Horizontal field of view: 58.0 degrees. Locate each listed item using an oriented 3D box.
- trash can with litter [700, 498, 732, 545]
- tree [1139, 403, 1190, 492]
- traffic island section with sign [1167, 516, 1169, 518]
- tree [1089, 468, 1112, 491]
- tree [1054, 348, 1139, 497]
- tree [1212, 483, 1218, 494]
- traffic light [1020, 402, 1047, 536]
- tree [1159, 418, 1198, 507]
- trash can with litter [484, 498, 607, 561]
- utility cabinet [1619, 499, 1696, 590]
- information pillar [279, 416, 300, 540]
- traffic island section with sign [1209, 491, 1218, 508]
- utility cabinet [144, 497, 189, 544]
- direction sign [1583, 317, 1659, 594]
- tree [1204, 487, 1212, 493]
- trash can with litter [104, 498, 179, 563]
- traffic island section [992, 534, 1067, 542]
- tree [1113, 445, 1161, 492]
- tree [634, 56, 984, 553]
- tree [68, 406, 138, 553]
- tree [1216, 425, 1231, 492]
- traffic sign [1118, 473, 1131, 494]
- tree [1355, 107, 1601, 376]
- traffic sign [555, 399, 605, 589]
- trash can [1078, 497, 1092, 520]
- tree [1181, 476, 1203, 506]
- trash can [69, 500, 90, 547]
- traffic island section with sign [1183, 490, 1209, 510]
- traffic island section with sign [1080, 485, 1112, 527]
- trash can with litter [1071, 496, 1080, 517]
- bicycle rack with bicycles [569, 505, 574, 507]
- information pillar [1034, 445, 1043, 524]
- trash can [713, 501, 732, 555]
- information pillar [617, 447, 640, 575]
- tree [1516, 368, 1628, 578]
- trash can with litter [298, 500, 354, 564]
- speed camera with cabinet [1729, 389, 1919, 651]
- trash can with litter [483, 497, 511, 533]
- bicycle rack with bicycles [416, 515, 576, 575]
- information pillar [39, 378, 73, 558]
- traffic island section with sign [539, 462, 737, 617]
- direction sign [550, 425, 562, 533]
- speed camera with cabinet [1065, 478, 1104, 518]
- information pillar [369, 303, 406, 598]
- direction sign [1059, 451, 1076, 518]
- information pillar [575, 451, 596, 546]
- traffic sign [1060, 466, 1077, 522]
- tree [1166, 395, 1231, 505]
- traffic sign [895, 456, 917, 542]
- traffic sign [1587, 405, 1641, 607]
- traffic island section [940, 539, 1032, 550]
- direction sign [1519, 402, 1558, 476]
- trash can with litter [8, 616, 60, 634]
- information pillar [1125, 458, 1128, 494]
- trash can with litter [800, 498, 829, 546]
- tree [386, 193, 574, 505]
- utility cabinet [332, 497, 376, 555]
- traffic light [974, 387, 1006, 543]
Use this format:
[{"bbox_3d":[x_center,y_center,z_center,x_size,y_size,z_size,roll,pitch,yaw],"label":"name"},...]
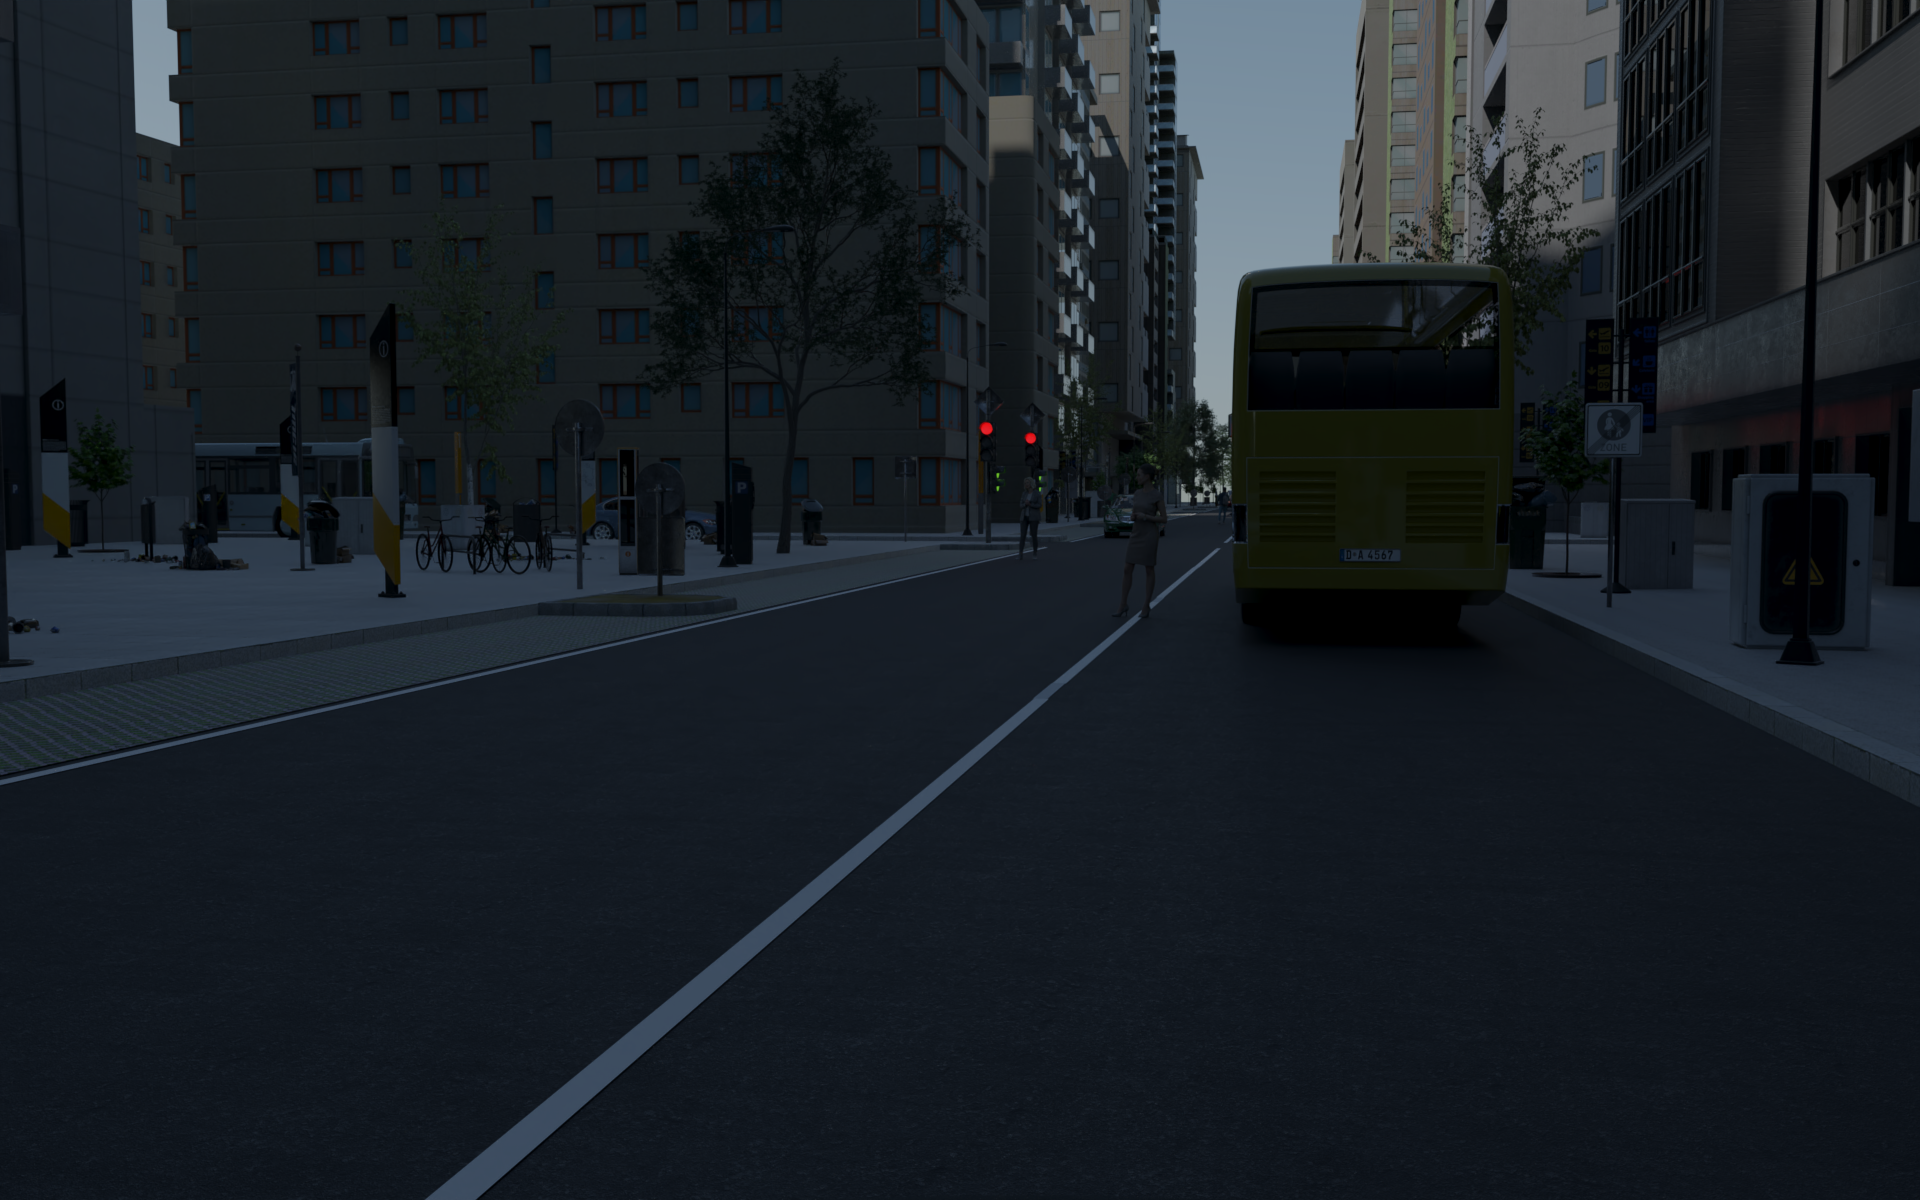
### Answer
[{"bbox_3d":[-6.095,-1.979,43.745,1.055,1.170,0.624,2,4,28],"label":"trash can with litter"},{"bbox_3d":[16.288,-11.583,139.739,4.737,8.622,4.395,0,3,0],"label":"tree"},{"bbox_3d":[11.274,-5.704,101.893,1.989,1.847,2.006,1,4,11],"label":"traffic island section with sign"},{"bbox_3d":[10.187,-8.044,126.120,1.663,3.219,1.824,0,3,0],"label":"tree"},{"bbox_3d":[6.212,-8.420,88.023,4.737,8.622,4.395,0,3,0],"label":"tree"},{"bbox_3d":[38.798,-16.512,264.564,1.663,3.219,1.824,0,3,0],"label":"tree"},{"bbox_3d":[2.223,-3.923,53.061,0.839,4.253,0.868,1,4,11],"label":"traffic light"},{"bbox_3d":[21.256,-13.265,167.248,4.360,8.622,3.978,0,3,0],"label":"tree"},{"bbox_3d":[-8.042,-1.386,33.718,2.233,1.210,1.678,0,4,-6],"label":"trash can with litter"},{"bbox_3d":[9.400,-0.750,23.428,1.020,1.237,0.306,-1,4,-11],"label":"utility cabinet"},{"bbox_3d":[-18.622,-3.474,48.154,0.504,3.616,0.183,0,4,-3],"label":"information pillar"},{"bbox_3d":[25.432,-10.348,177.814,1.989,1.847,2.006,1,4,11],"label":"traffic island section with sign"},{"bbox_3d":[-20.228,-2.020,44.185,1.020,1.237,0.306,0,4,-3],"label":"utility cabinet"},{"bbox_3d":[8.514,-1.858,22.376,0.876,3.537,0.379,2,4,23],"label":"direction sign"},{"bbox_3d":[31.627,-14.266,227.847,1.663,3.219,1.824,0,3,0],"label":"tree"},{"bbox_3d":[-15.405,-1.329,32.783,1.678,1.210,2.233,-2,4,-35],"label":"trash can with litter"},{"bbox_3d":[2.185,-1.891,53.203,2.009,0.180,2.903,1,4,11],"label":"traffic island section"},{"bbox_3d":[11.875,-8.103,116.195,4.285,4.588,4.351,0,3,0],"label":"tree"},{"bbox_3d":[-3.516,-6.273,36.970,7.601,10.594,8.767,2,4,24],"label":"tree"},{"bbox_3d":[-19.030,-2.659,38.081,1.663,3.219,1.824,0,3,0],"label":"tree"},{"bbox_3d":[42.926,-22.392,284.227,7.486,12.596,7.792,0,3,0],"label":"tree"},{"bbox_3d":[10.058,-6.481,106.070,0.768,2.556,0.104,1,4,19],"label":"traffic sign"},{"bbox_3d":[10.030,-5.059,33.085,4.737,8.622,4.395,0,3,0],"label":"tree"},{"bbox_3d":[-5.127,-1.417,23.281,0.768,2.556,0.104,1,4,20],"label":"traffic sign"},{"bbox_3d":[6.212,-4.570,86.369,0.748,1.137,0.748,0,3,0],"label":"trash can"},{"bbox_3d":[28.357,-13.277,211.687,1.663,3.219,1.824,0,3,0],"label":"tree"},{"bbox_3d":[-21.627,-1.873,42.279,0.748,1.137,0.748,0,3,0],"label":"trash can"},{"bbox_3d":[20.486,-8.727,151.315,1.989,1.847,2.006,1,4,11],"label":"traffic island section with sign"},{"bbox_3d":[6.301,-4.075,75.248,1.989,1.847,2.006,1,4,11],"label":"traffic island section with sign"},{"bbox_3d":[6.443,-5.100,94.773,0.624,1.170,1.055,1,4,10],"label":"trash can with litter"},{"bbox_3d":[-11.604,-2.665,56.955,2.852,0.926,2.925,0,4,-3],"label":"bicycle rack with bicycles"},{"bbox_3d":[3.369,-5.115,74.991,0.504,3.616,0.183,-2,4,-31],"label":"information pillar"},{"bbox_3d":[-4.882,-1.544,36.898,0.748,1.137,0.748,0,3,0],"label":"trash can"},{"bbox_3d":[-5.243,-1.403,27.436,0.304,2.012,0.304,0,4,-2],"label":"information pillar"},{"bbox_3d":[9.532,-1.963,26.704,1.663,3.219,1.824,0,3,0],"label":"tree"},{"bbox_3d":[-11.677,-1.259,31.974,0.624,1.170,1.055,1,4,9],"label":"trash can with litter"},{"bbox_3d":[7.522,-1.219,14.269,2.038,3.252,0.660,1,4,13],"label":"speed camera with cabinet"},{"bbox_3d":[-15.231,-2.794,57.077,1.055,1.170,0.624,2,4,32],"label":"trash can with litter"},{"bbox_3d":[-7.506,-0.932,28.625,2.852,0.926,2.925,-2,4,-31],"label":"bicycle rack with bicycles"},{"bbox_3d":[-18.161,-2.656,34.781,0.504,3.616,0.183,-2,4,-35],"label":"information pillar"},{"bbox_3d":[-3.811,-0.761,21.071,1.989,1.847,2.006,1,4,11],"label":"traffic island section with sign"},{"bbox_3d":[-13.319,-3.978,57.035,0.379,3.537,0.876,0,4,-4],"label":"direction sign"},{"bbox_3d":[6.647,-5.996,92.368,2.038,3.252,0.660,0,4,7],"label":"speed camera with cabinet"},{"bbox_3d":[-7.118,-1.841,21.460,0.504,3.616,0.183,3,5,41],"label":"information pillar"},{"bbox_3d":[5.693,-6.099,91.710,0.876,3.537,0.379,0,4,-4],"label":"direction sign"},{"bbox_3d":[-9.343,-3.168,43.151,0.504,3.616,0.183,0,4,0],"label":"information pillar"},{"bbox_3d":[4.946,-4.830,79.083,0.768,2.556,0.104,1,4,18],"label":"traffic sign"},{"bbox_3d":[27.154,-17.396,201.424,9.611,12.733,9.660,0,3,0],"label":"tree"},{"bbox_3d":[-1.462,-2.716,46.530,0.606,2.300,0.079,1,4,15],"label":"traffic sign"},{"bbox_3d":[7.347,-1.064,19.532,0.606,2.300,0.079,1,4,11],"label":"traffic sign"},{"bbox_3d":[0.721,-1.411,45.353,2.009,0.180,2.903,1,4,11],"label":"traffic island section"},{"bbox_3d":[14.287,-3.109,42.836,0.876,3.537,0.379,2,4,26],"label":"direction sign"},{"bbox_3d":[-9.139,-0.288,15.763,1.678,1.210,2.233,0,4,-6],"label":"trash can with litter"},{"bbox_3d":[10.804,-7.389,112.157,0.183,3.616,0.504,-1,4,-9],"label":"information pillar"},{"bbox_3d":[-3.566,-1.947,43.218,0.624,1.170,1.055,-2,4,-28],"label":"trash can with litter"},{"bbox_3d":[-12.083,-5.692,43.420,4.737,8.622,4.395,0,3,0],"label":"tree"},{"bbox_3d":[-12.812,-1.569,36.814,1.020,1.237,0.306,1,4,13],"label":"utility cabinet"},{"bbox_3d":[0.759,-3.443,45.211,0.839,4.253,0.868,1,4,11],"label":"traffic light"}]
